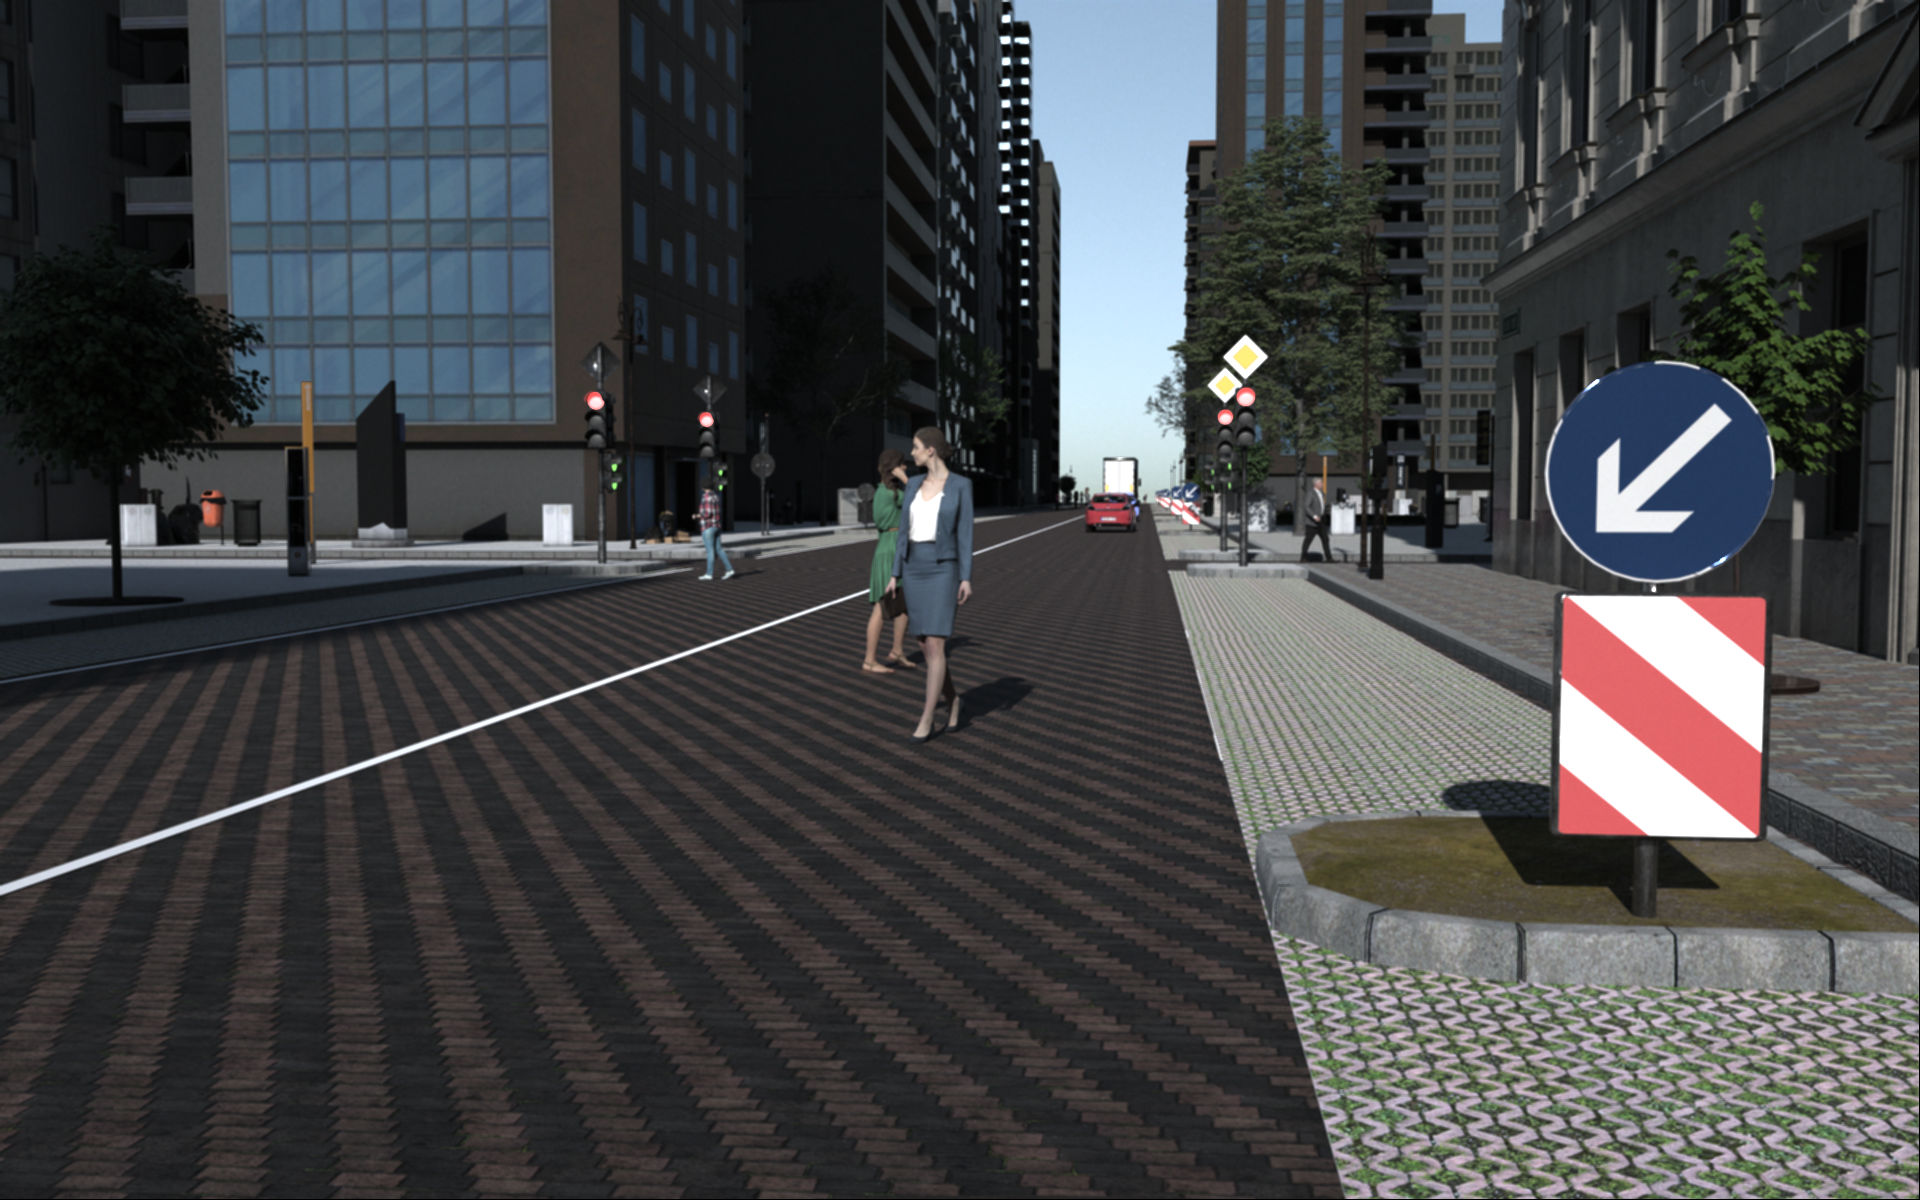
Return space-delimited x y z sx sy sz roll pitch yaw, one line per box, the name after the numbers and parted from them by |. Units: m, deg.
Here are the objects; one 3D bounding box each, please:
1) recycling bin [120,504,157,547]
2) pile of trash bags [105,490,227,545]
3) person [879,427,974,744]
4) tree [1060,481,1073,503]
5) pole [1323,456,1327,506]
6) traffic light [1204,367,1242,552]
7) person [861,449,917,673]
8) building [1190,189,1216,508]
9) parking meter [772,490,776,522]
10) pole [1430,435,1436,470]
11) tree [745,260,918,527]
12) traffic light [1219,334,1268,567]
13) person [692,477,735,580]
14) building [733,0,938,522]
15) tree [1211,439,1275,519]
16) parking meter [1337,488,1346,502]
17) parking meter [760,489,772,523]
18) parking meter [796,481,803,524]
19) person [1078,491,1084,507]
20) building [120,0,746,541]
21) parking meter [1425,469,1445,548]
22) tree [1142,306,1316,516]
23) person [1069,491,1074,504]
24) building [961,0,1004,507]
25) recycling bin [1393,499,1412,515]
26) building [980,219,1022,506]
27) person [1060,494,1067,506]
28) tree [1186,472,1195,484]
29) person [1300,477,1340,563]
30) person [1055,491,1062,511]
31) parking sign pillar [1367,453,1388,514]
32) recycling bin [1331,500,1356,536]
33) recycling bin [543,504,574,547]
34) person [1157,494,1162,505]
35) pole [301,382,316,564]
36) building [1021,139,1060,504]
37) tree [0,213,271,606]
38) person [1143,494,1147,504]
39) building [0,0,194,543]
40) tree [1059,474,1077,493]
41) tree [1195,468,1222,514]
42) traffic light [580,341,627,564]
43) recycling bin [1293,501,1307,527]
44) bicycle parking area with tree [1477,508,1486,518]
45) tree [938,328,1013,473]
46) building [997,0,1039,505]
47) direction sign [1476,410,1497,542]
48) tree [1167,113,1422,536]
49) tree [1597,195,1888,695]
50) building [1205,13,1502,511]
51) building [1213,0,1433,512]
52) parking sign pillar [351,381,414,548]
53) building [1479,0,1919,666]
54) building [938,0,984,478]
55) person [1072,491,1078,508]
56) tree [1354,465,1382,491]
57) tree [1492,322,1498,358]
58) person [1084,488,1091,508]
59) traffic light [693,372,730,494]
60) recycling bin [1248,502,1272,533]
-20.073 -1.821 42.319 0.722 1.027 0.722 -2 4 -34 | recycling bin
-19.928 -2.089 43.900 3.447 1.369 1.912 2 4 24 | pile of trash bags
-0.119 -0.100 10.151 0.581 1.822 0.654 3 5 44 | person
15.603 -16.069 257.333 1.663 3.219 1.824 0 3 0 | tree
19.777 -6.118 93.874 0.158 3.312 0.155 0 3 0 | pole
5.868 -3.036 38.561 0.839 4.253 0.868 0 4 6 | traffic light
-0.565 -0.319 13.957 0.529 1.795 0.600 -2 4 -26 | person
29.682 -24.106 165.829 14.160 30.474 14.107 0 4 6 | building
-8.390 -4.215 77.327 0.372 1.533 0.369 0 3 0 | parking meter
16.223 -4.012 59.439 0.158 3.312 0.155 0 3 0 | pole
-5.192 -8.182 68.185 8.767 10.594 7.601 2 4 32 | tree
5.010 -2.551 30.622 0.839 4.253 0.868 0 4 6 | traffic light
-4.144 -1.206 29.052 0.643 1.720 0.563 1 4 17 | person
-12.970 -28.553 90.541 21.300 48.544 21.600 0 4 6 | building
14.641 -6.483 89.710 4.285 4.588 4.351 0 3 0 | tree
16.431 -4.052 74.656 0.372 1.533 0.369 0 3 0 | parking meter
-8.715 -4.191 76.938 0.372 1.533 0.369 0 3 0 | parking meter
-6.963 -4.245 75.116 0.255 1.863 0.399 0 4 0 | parking meter
13.286 -11.026 189.501 1.217 1.735 0.721 -1 4 -13 | person
-15.095 -24.637 52.931 14.600 45.320 14.200 0 4 6 | building
11.313 -2.174 41.249 0.399 1.863 0.255 -2 4 -31 | parking meter
16.096 -11.742 102.357 12.009 13.543 11.850 0 3 0 | tree
14.369 -13.306 226.051 1.348 1.824 0.705 1 4 12 | person
-10.355 -34.880 159.523 28.713 52.752 27.495 0 4 6 | building
22.576 -4.638 88.383 0.722 1.027 0.722 -1 4 -16 | recycling bin
-1.027 -25.054 181.339 14.160 30.474 14.107 0 4 6 | building
11.986 -11.503 199.798 0.991 1.433 0.599 -2 4 -32 | person
17.439 -8.144 127.755 1.663 3.219 1.824 0 3 0 | tree
7.343 -1.619 35.362 0.834 1.777 0.661 3 4 36 | person
8.389 -8.465 147.586 0.721 1.739 1.217 -2 4 -25 | person
24.647 -6.982 102.635 1.447 3.967 1.447 1 4 22 | parking sign pillar
11.916 -2.525 53.837 0.722 1.027 0.722 1 4 16 | recycling bin
-9.884 -1.839 42.629 0.722 1.027 0.722 -1 4 -11 | recycling bin
25.137 -12.700 216.698 0.990 1.755 0.434 2 4 34 | person
-11.870 -2.307 31.557 0.158 3.312 0.155 0 3 0 | pole
2.707 -37.745 240.827 21.300 48.544 21.600 0 4 6 | building
-10.052 -2.242 20.365 4.285 4.588 4.351 0 3 0 | tree
25.630 -13.928 239.458 0.421 1.427 0.697 -1 4 -22 | person
-31.179 -22.378 49.474 14.086 41.232 14.154 0 4 6 | building
16.463 -17.400 268.202 4.285 4.588 4.351 0 3 0 | tree
16.416 -7.169 111.811 1.663 3.219 1.824 0 3 0 | tree
-6.585 -2.626 31.855 0.839 4.253 0.868 0 4 6 | traffic light
13.357 -3.353 67.377 0.722 1.027 0.722 1 4 13 | recycling bin
28.478 -5.738 80.822 9.016 4.147 8.231 2 4 24 | bicycle parking area with tree
-0.580 -11.040 106.267 9.928 11.665 9.643 0 3 0 | tree
-1.030 -55.107 213.667 22.319 86.520 31.000 0 4 6 | building
14.359 -3.348 46.739 0.876 3.537 0.379 3 4 38 | direction sign
10.148 -8.231 52.706 7.486 12.596 7.792 0 3 0 | tree
5.146 -1.022 11.319 1.663 3.219 1.824 0 3 0 | tree
37.013 -27.706 144.879 32.217 40.220 23.993 0 4 6 | building
25.876 -29.130 126.393 14.600 45.320 14.200 0 4 6 | building
-13.927 -3.255 41.687 1.447 3.967 1.447 2 4 33 | parking sign pillar
14.441 -14.039 5.952 17.030 29.872 44.131 0 4 6 | building
-10.783 -31.251 130.556 23.786 49.044 30.456 0 4 6 | building
11.507 -10.045 173.251 0.721 1.766 1.217 -2 4 -26 | person
21.798 -5.899 91.044 1.663 3.219 1.824 0 3 0 | tree
20.569 -6.746 60.655 4.737 8.622 4.395 0 3 0 | tree
7.059 -5.251 94.622 0.573 1.790 0.520 -1 4 -21 | person
-5.727 -3.111 39.794 0.839 4.253 0.868 0 4 6 | traffic light
9.937 -2.748 57.477 0.722 1.027 0.722 1 4 20 | recycling bin
